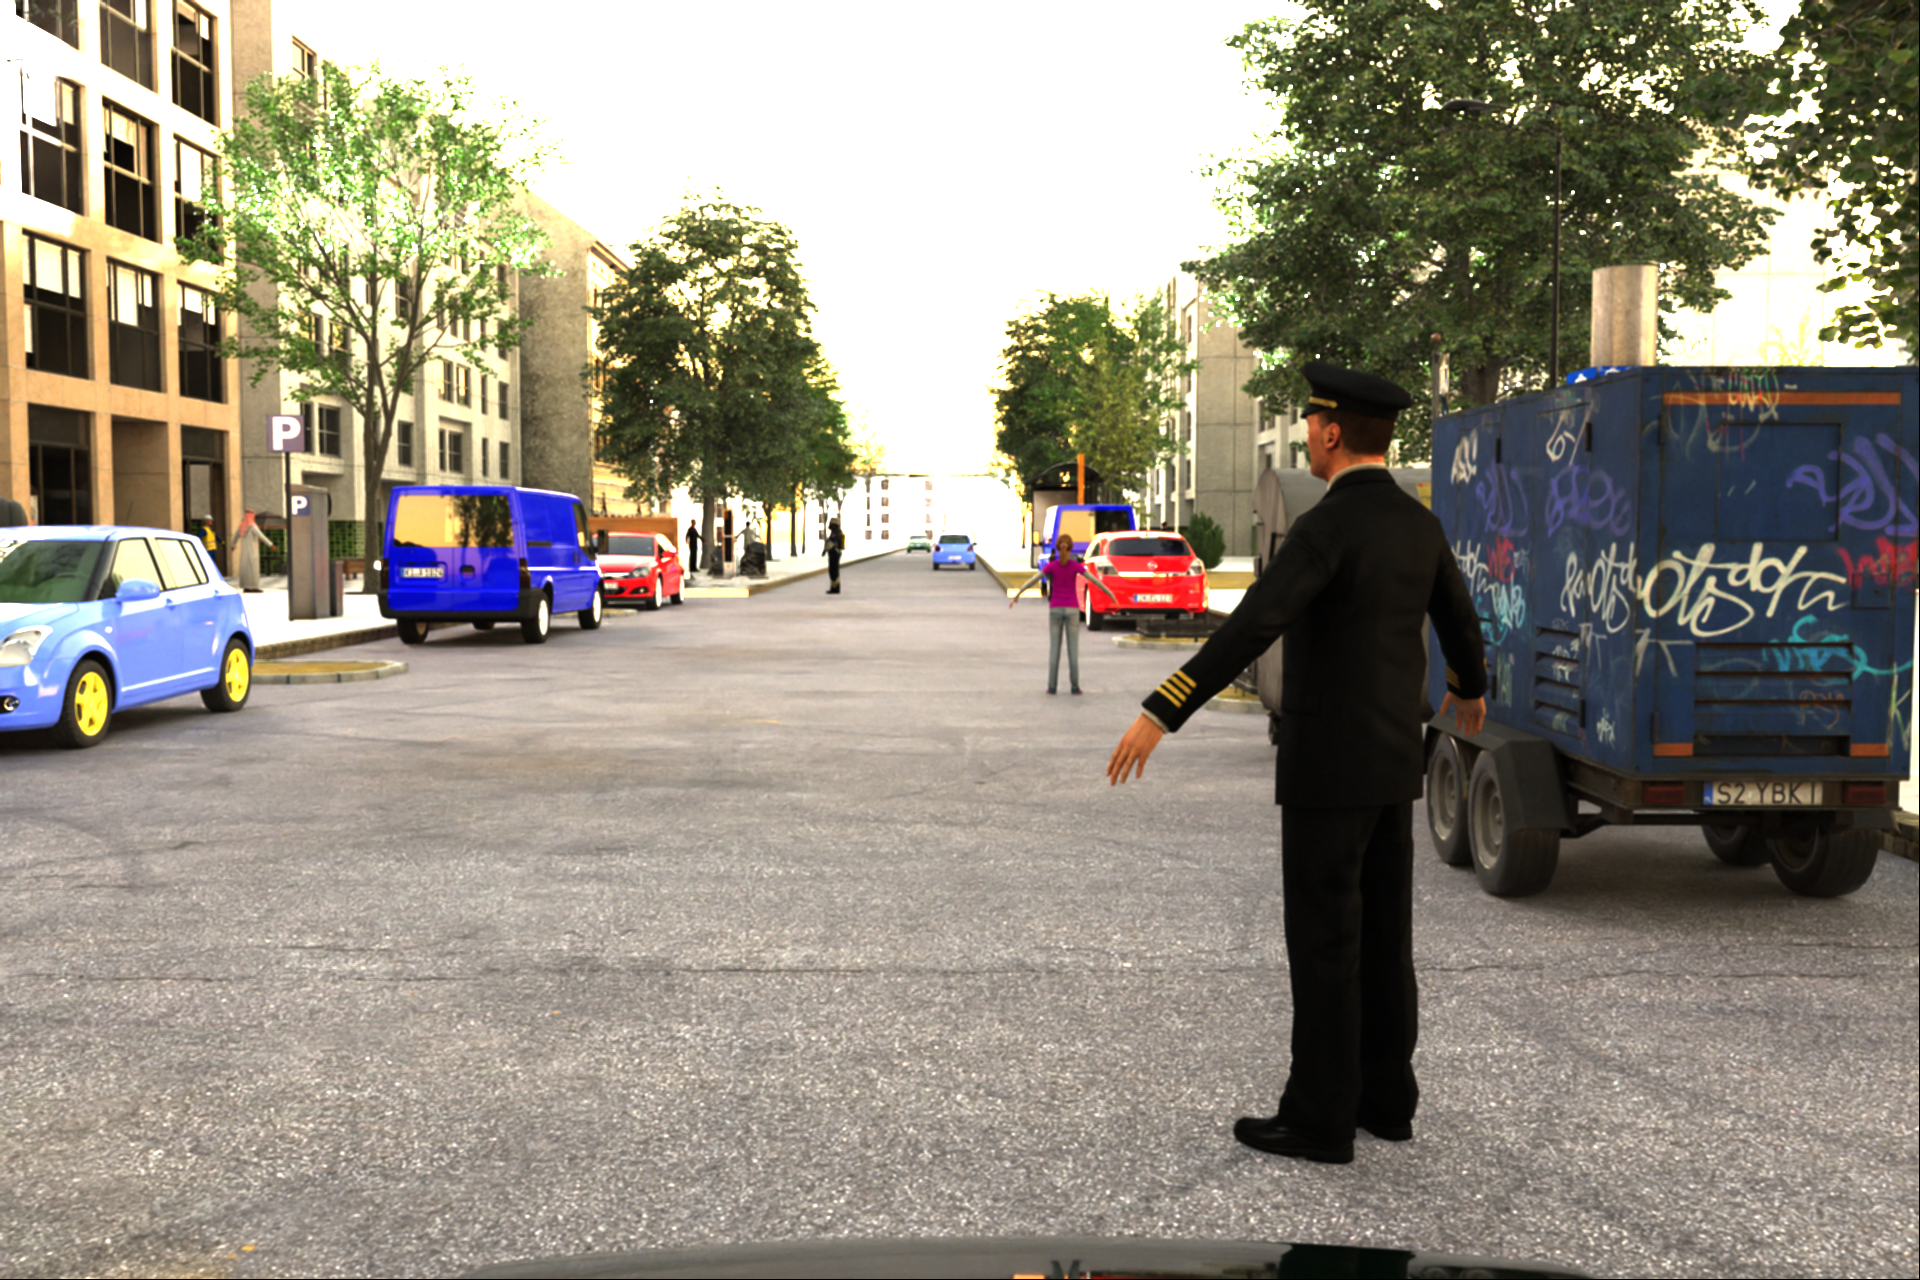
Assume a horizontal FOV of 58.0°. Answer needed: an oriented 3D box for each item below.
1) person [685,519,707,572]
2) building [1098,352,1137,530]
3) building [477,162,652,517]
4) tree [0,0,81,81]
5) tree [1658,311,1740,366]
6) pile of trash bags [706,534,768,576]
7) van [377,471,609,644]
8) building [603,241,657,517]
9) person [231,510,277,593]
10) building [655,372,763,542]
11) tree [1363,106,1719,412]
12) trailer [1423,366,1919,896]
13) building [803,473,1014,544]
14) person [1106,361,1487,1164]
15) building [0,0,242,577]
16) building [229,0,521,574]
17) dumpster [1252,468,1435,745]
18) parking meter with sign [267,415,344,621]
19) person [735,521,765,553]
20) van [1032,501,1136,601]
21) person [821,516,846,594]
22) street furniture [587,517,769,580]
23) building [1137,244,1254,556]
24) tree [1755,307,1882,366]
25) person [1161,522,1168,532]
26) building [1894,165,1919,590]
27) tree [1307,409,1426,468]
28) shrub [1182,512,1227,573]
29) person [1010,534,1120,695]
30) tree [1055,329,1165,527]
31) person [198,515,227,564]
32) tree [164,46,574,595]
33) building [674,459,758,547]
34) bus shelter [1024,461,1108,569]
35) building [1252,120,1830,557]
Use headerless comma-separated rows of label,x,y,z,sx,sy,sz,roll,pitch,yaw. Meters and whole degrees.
person,-9.014,-3.211,58.730,0.704,1.802,1.346,1,4,20
building,22.483,-18.404,167.365,16.747,18.905,31.486,0,4,-1
building,-28.256,-16.300,97.432,19.493,23.208,18.063,0,4,-1
tree,-12.206,-6.200,11.735,12.009,13.543,11.850,0,3,0
tree,22.561,-6.499,56.625,4.360,8.622,3.978,0,3,0
pile of trash bags,-6.998,-2.701,53.912,1.912,1.369,3.447,0,4,0
van,-6.371,-1.218,24.301,2.240,2.365,5.245,0,4,0
building,-27.059,-15.696,113.043,16.016,20.090,11.380,0,3,0
person,-15.481,-1.938,37.834,1.347,1.811,0.704,2,4,27
building,-29.624,-21.245,203.781,16.016,20.090,11.380,0,4,-1
tree,15.825,-8.463,48.741,12.009,13.543,11.850,0,3,0
trailer,2.802,-0.050,7.863,1.471,1.999,3.904,0,4,0
building,-6.830,-17.829,236.115,28.070,9.664,9.099,0,4,7
person,0.889,0.265,4.065,1.347,1.837,0.705,-3,5,-41
building,-29.504,-13.903,30.520,19.350,26.588,34.151,0,4,0
building,-30.134,-12.476,70.433,16.747,18.905,31.486,0,4,-1
dumpster,2.864,-0.186,11.262,1.865,1.857,1.264,0,4,-1
parking meter with sign,-9.845,-1.831,26.204,0.543,3.016,1.738,0,4,-1
person,-8.475,-3.863,69.341,1.347,1.806,0.705,1,4,12
van,2.792,-2.083,38.438,2.240,2.365,5.245,0,4,0
person,-3.058,-2.048,41.723,0.705,1.856,1.354,1,4,10
street furniture,-10.717,-2.317,44.743,11.010,1.723,9.812,-1,4,-10
building,21.763,-15.167,114.446,16.747,18.905,31.486,0,4,0
tree,27.982,-6.538,57.260,4.737,8.622,4.395,0,3,0
person,8.952,-4.242,75.537,0.705,1.806,1.347,0,4,-6
building,25.129,-11.044,28.793,9.793,21.092,18.267,0,4,0
tree,14.080,-6.556,57.561,4.360,8.622,3.978,0,3,0
shrub,8.013,-3.284,57.739,1.661,2.075,1.752,0,3,0
person,0.936,-0.231,15.503,0.991,1.433,0.599,0,4,6
tree,5.510,-6.808,61.665,4.737,8.622,4.395,0,3,0
person,-18.861,-2.275,43.661,0.721,1.772,1.216,0,4,6
tree,-12.358,-6.780,36.605,9.928,11.665,9.643,0,3,0
building,-25.644,-14.682,182.204,9.099,9.664,28.070,0,4,-1
bus shelter,3.046,-3.496,51.086,2.014,3.302,5.546,0,4,-1
building,25.080,-13.228,82.728,16.747,18.905,31.486,0,4,0
